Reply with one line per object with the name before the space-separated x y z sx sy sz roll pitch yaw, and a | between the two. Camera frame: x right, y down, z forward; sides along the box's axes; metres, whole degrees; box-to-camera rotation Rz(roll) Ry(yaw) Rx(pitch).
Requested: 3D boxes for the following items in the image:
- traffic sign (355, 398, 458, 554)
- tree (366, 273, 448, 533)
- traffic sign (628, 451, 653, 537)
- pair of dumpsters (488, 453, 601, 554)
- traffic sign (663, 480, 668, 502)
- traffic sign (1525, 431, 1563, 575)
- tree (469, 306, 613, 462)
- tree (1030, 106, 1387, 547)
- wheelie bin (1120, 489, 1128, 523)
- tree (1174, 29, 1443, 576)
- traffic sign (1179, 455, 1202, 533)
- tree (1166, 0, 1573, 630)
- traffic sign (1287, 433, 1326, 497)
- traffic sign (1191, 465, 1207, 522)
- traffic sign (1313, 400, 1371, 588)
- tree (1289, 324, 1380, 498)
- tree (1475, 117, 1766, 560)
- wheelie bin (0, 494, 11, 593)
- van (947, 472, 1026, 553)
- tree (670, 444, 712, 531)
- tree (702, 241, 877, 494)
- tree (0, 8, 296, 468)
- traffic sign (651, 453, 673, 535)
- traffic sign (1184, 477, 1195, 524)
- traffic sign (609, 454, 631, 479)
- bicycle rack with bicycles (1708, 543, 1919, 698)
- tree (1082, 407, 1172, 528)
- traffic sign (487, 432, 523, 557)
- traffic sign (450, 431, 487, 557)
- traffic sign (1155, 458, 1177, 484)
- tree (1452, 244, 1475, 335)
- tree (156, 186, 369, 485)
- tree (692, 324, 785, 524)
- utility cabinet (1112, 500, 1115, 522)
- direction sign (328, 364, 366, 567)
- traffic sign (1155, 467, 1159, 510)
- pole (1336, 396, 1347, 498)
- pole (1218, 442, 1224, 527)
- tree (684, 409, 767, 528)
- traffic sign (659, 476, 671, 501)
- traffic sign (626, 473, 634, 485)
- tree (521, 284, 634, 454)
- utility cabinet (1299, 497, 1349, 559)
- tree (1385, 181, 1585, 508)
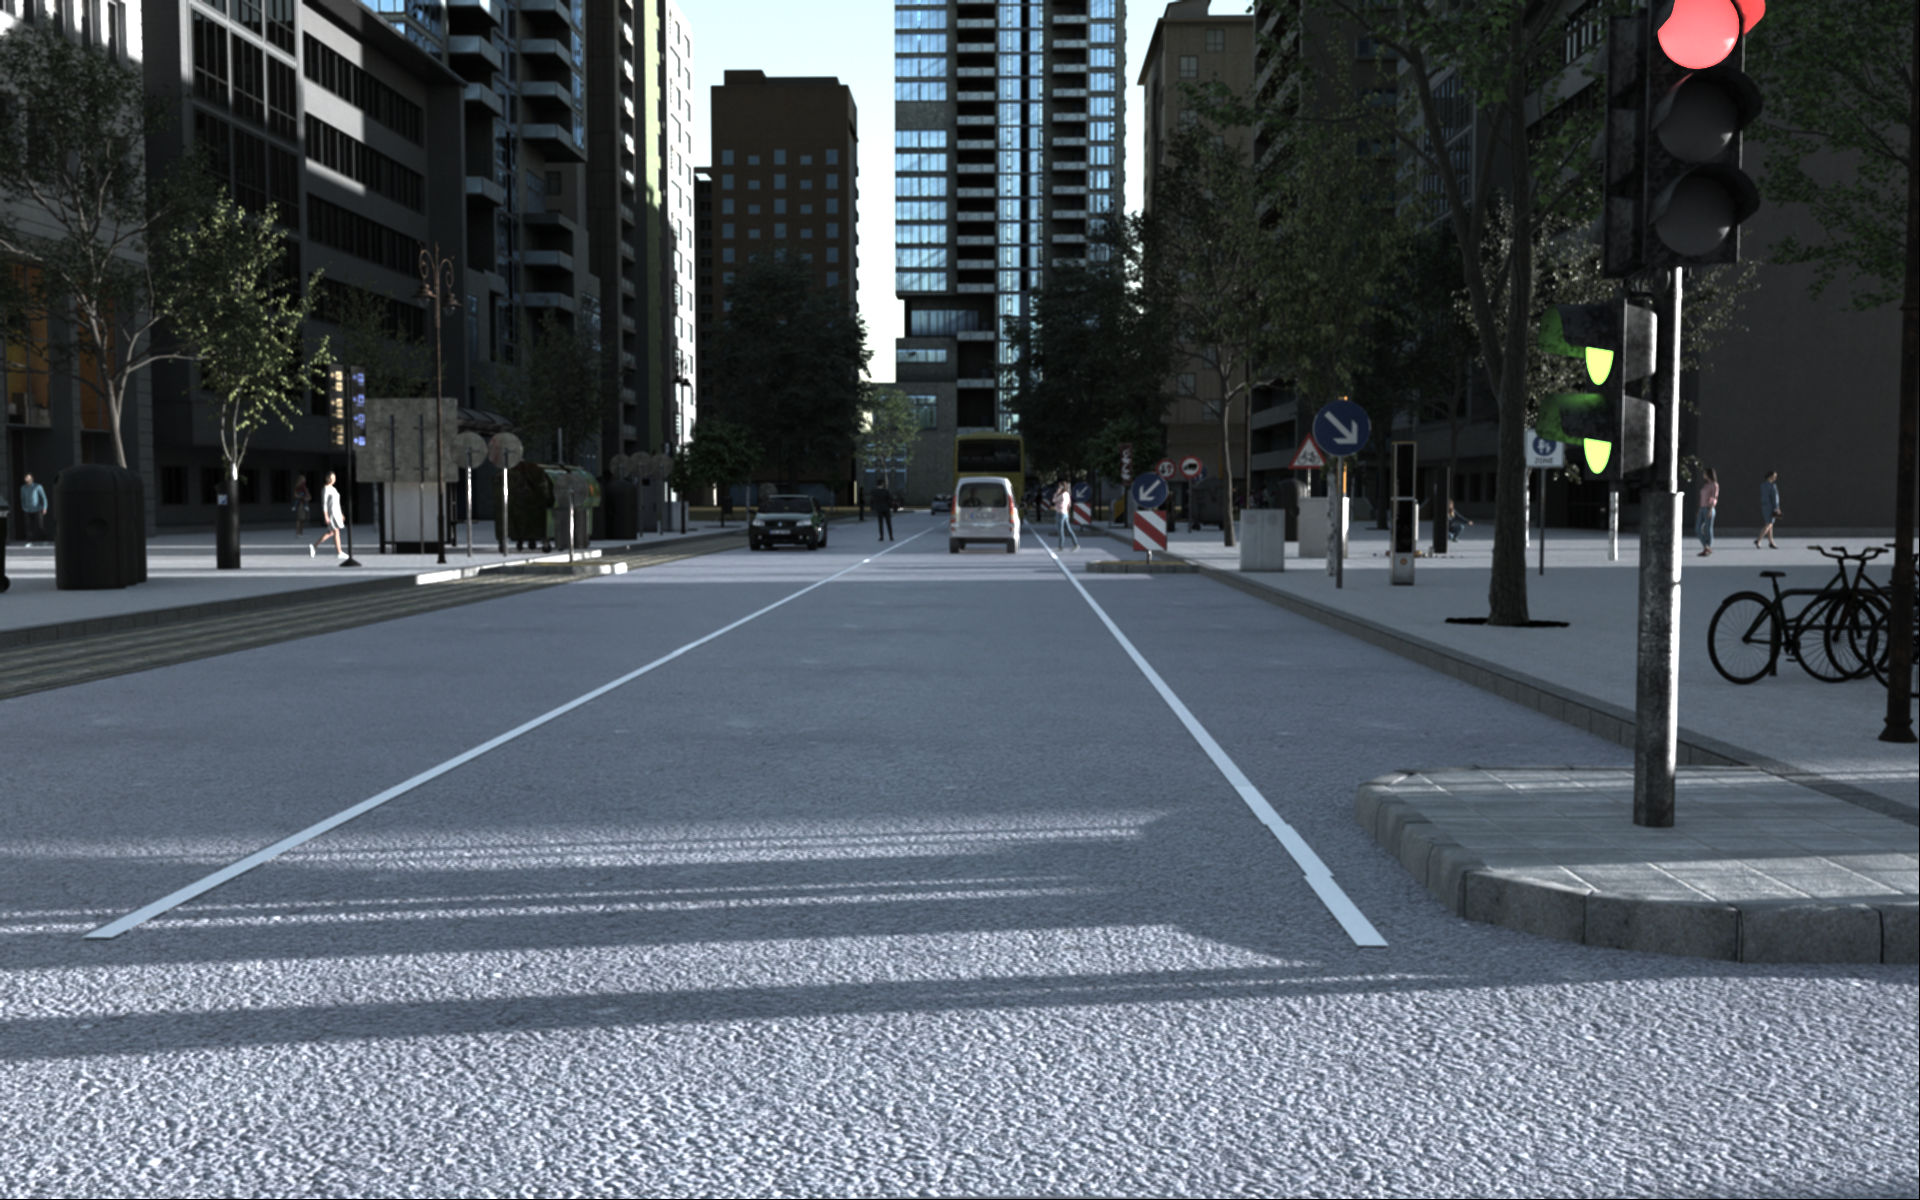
traffic sign | -11.743 -2.622 36.736 2.265 3.308 0.079 0 4 7
tree | -19.335 -6.546 57.393 4.737 8.622 4.395 0 3 0
traffic sign | -9.511 -3.148 51.583 0.768 2.556 0.104 0 4 3
pair of dumpsters | -9.400 -2.250 39.284 1.574 2.255 4.437 0 4 1
traffic sign | -12.655 -4.581 75.013 0.768 2.556 0.104 1 4 9
traffic sign | 9.204 -1.543 27.354 0.606 2.300 0.079 0 4 7
tree | -16.502 -7.144 67.165 4.737 8.622 4.395 0 3 0
tree | 6.296 -6.595 42.234 7.601 10.594 8.767 1 4 12
wheelie bin | 7.284 -4.193 76.470 0.693 1.594 0.980 0 4 -5
tree | 5.586 -4.675 26.806 4.737 8.622 4.395 0 3 0
traffic sign | 7.512 -3.452 56.551 0.768 2.556 0.104 0 4 4
tree | 5.202 -5.558 16.629 9.928 11.665 9.643 0 3 0
traffic sign | 7.372 -2.243 36.675 0.884 2.594 0.081 0 4 4
traffic sign | 9.923 -4.419 72.364 0.768 2.556 0.104 0 4 6
traffic sign | 5.168 -1.432 23.521 0.768 2.556 0.104 0 4 7
tree | 16.166 -7.492 72.860 4.360 8.622 3.978 0 3 0
tree | 12.737 -5.066 33.191 4.360 8.622 3.978 0 3 0
wheelie bin | -12.700 -0.878 22.266 0.693 1.594 0.980 0 4 -6
van | 0.642 -2.231 43.486 2.013 2.044 4.112 0 4 3
tree | -9.816 -4.052 60.847 1.663 3.219 1.824 0 3 0
tree | -8.355 -11.042 87.187 9.857 13.997 8.962 0 3 0
tree | -16.749 -6.091 33.998 7.601 10.594 8.767 0 4 6
traffic sign | -9.343 -3.304 54.126 0.768 2.556 0.104 0 4 6
traffic sign | 9.939 -4.529 74.154 0.768 2.556 0.104 1 4 8
traffic sign | -10.748 -3.352 54.904 0.768 2.556 0.104 0 4 8
bicycle rack with bicycles | 6.448 0.118 11.448 2.925 0.926 2.852 0 4 2
tree | 6.359 -4.988 65.275 4.285 4.588 4.351 0 3 0
traffic sign | -9.334 -2.164 35.495 0.768 2.556 0.104 1 4 9
traffic sign | -10.000 -2.149 35.238 0.768 2.556 0.104 0 4 5
traffic sign | 7.369 -3.780 61.914 0.768 2.556 0.104 1 4 10
tree | 13.948 -5.596 41.861 4.360 8.622 3.978 0 3 0
tree | -17.725 -5.644 42.646 4.737 8.622 4.395 0 3 0
tree | -9.338 -7.641 75.299 4.360 8.622 3.978 0 3 0
utility cabinet | 7.368 -4.104 78.266 1.020 1.237 0.306 3 5 45
direction sign | -10.805 -2.361 30.600 0.379 3.537 0.876 1 4 23
traffic sign | 9.261 -4.941 80.899 0.768 2.556 0.104 0 4 3
pole | 7.985 -2.595 36.265 0.158 3.312 0.155 0 3 0
pole | 10.176 -4.500 67.415 0.158 3.312 0.155 0 3 0
tree | -9.143 -5.076 66.702 4.285 4.588 4.351 0 3 0
traffic sign | -10.685 -3.908 63.892 0.884 2.594 0.081 1 4 11
traffic sign | -12.175 -3.938 64.490 0.768 2.556 0.104 1 4 9
tree | -13.698 -6.793 61.429 4.360 8.622 3.978 0 3 0
utility cabinet | 7.309 -1.447 34.820 0.306 1.237 1.020 -3 5 -40
tree | 14.923 -7.159 51.454 7.601 10.594 8.767 1 4 9
